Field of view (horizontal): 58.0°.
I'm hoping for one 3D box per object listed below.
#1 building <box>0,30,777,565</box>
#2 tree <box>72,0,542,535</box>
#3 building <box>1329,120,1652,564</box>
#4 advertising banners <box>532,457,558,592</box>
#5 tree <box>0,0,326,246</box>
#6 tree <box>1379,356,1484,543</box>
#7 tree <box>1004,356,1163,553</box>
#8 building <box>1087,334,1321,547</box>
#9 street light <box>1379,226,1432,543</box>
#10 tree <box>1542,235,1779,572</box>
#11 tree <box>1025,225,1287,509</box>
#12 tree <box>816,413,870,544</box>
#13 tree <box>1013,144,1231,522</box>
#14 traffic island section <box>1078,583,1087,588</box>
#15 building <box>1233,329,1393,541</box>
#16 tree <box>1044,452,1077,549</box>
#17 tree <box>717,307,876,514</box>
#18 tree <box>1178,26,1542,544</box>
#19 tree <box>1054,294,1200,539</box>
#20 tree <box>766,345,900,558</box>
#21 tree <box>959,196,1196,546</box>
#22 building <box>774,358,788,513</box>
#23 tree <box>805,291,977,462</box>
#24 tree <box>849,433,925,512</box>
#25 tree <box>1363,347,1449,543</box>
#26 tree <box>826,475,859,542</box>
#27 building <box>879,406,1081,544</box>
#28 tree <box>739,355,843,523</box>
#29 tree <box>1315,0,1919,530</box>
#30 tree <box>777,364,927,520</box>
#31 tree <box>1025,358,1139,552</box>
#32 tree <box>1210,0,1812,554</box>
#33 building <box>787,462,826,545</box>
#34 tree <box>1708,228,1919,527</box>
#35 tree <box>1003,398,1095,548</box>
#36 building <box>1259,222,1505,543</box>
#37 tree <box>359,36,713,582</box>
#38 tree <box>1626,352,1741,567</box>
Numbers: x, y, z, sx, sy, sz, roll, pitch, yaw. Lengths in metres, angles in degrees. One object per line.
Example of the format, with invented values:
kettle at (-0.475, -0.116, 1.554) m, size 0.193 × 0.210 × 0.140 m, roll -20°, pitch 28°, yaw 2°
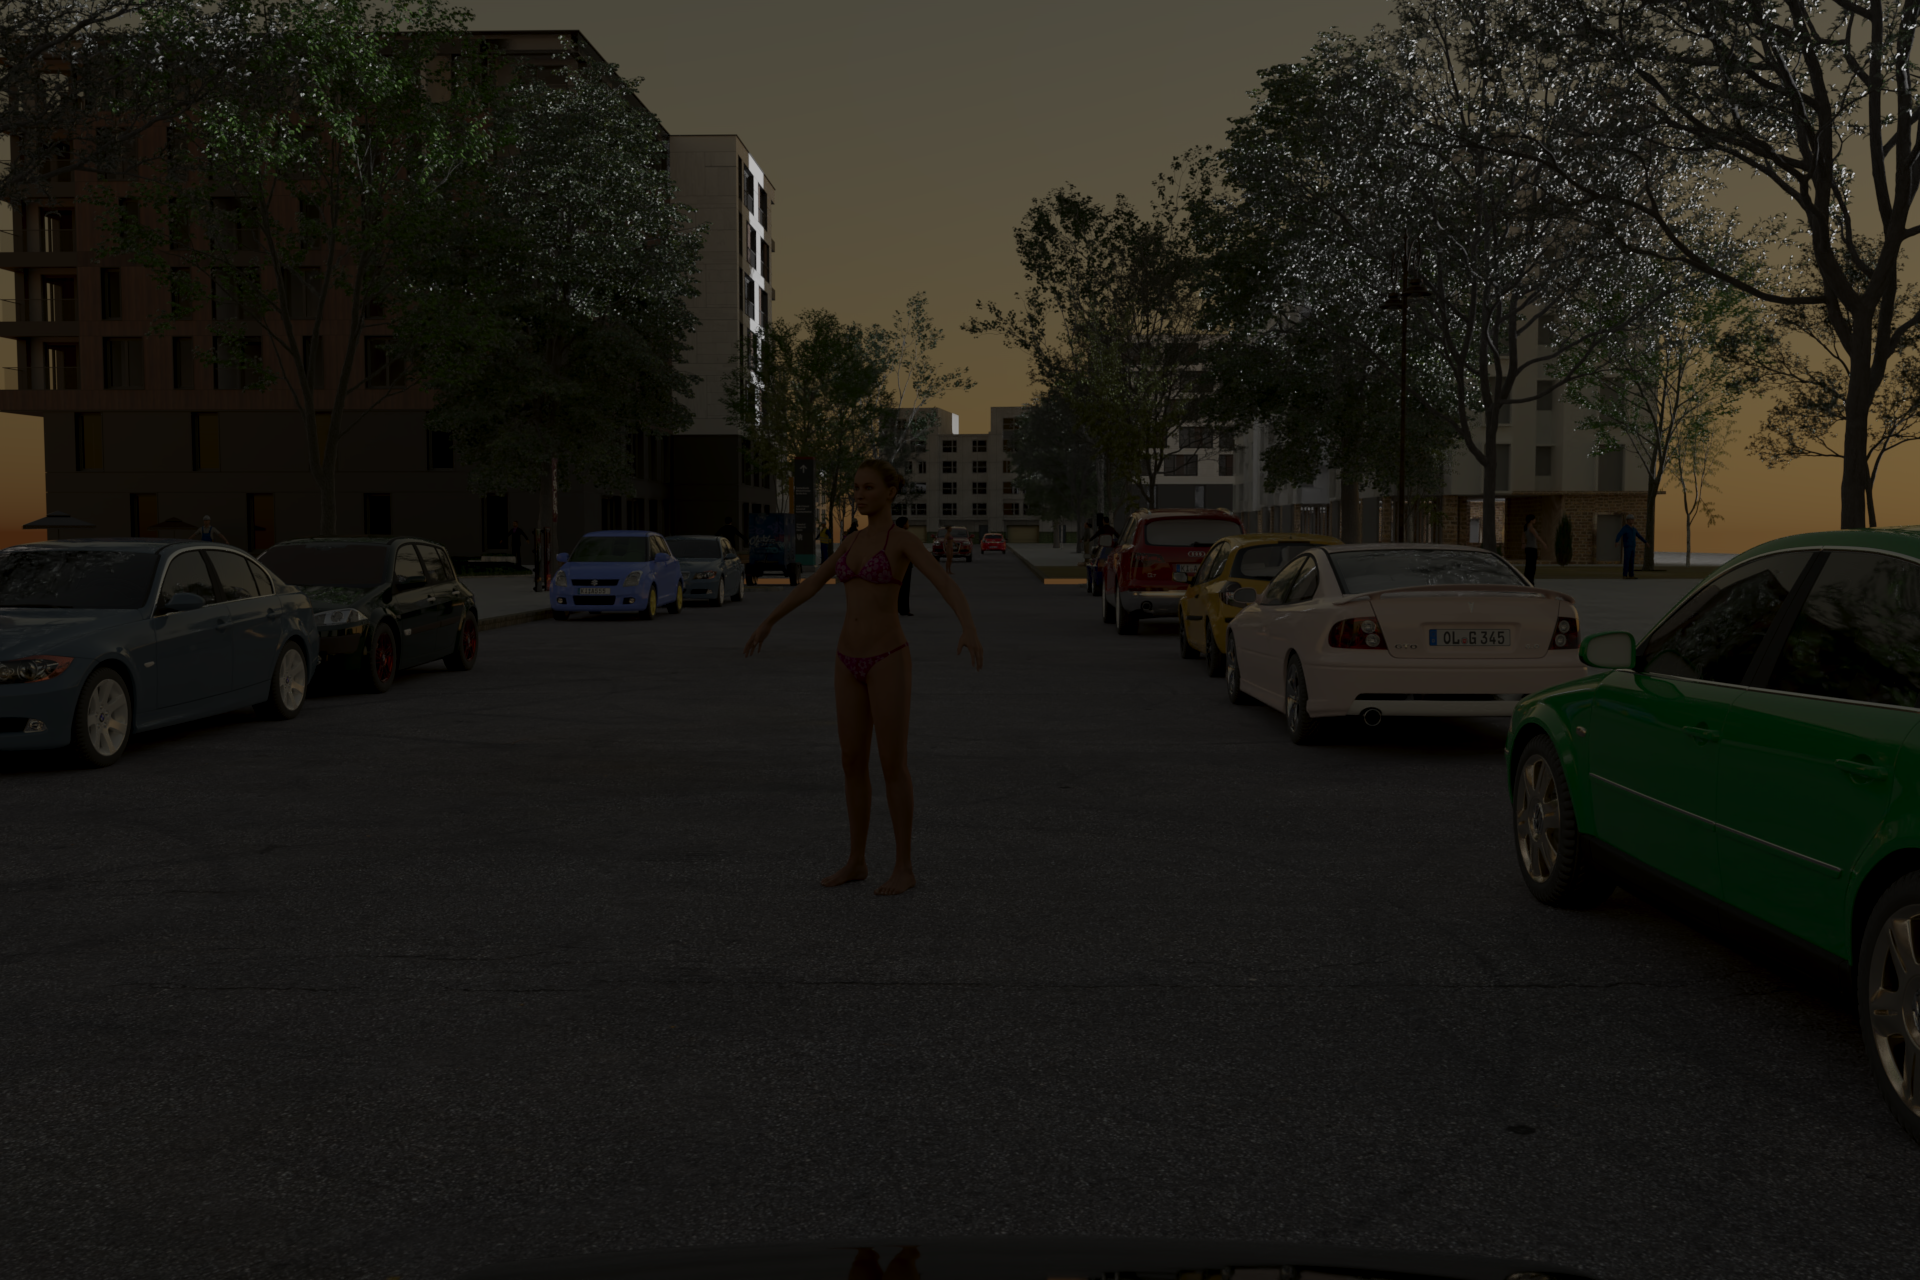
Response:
building at (-25.397, -14.877, 87.220) m, size 27.936 × 21.610 × 32.646 m, roll 0°, pitch 4°, yaw 2°
tree at (-11.308, -6.410, 30.566) m, size 9.928 × 11.665 × 9.643 m, roll 0°, pitch 3°, yaw 0°
building at (23.712, -14.025, 85.735) m, size 16.016 × 20.090 × 11.380 m, roll 0°, pitch 4°, yaw 1°
advertising banners at (-9.303, -2.617, 38.976) m, size 0.090 × 3.025 × 2.074 m, roll 0°, pitch 4°, yaw 2°
tree at (-12.361, -6.607, 18.396) m, size 12.009 × 13.543 × 11.850 m, roll 0°, pitch 3°, yaw 0°
tree at (17.486, -7.175, 67.681) m, size 4.360 × 8.622 × 3.978 m, roll 0°, pitch 3°, yaw 0°
tree at (7.831, -12.504, 114.811) m, size 12.009 × 13.543 × 11.850 m, roll 0°, pitch 3°, yaw 0°
building at (28.062, -21.372, 193.410) m, size 27.936 × 21.610 × 32.646 m, roll 0°, pitch 4°, yaw 1°
street light at (6.745, -3.278, 26.376) m, size 0.468 × 5.910 × 1.993 m, roll 0°, pitch 4°, yaw 1°
tree at (23.940, -8.175, 59.421) m, size 9.928 × 11.665 × 9.643 m, roll 0°, pitch 3°, yaw 0°
tree at (7.699, -9.768, 70.078) m, size 12.009 × 13.543 × 11.850 m, roll 0°, pitch 3°, yaw 0°
tree at (-7.159, -9.287, 102.203) m, size 4.737 × 8.622 × 4.395 m, roll 0°, pitch 3°, yaw 0°
tree at (9.579, -13.935, 83.723) m, size 12.611 × 20.169 × 13.585 m, roll 0°, pitch 3°, yaw 0°
traffic island section at (4.182, -1.449, 46.552) m, size 1.991 × 0.108 × 1.994 m, roll 0°, pitch 4°, yaw 0°
building at (26.251, -16.913, 132.946) m, size 16.016 × 20.090 × 11.380 m, roll 0°, pitch 4°, yaw 1°
tree at (8.275, -11.824, 143.683) m, size 4.360 × 8.622 × 3.978 m, roll 0°, pitch 3°, yaw 0°
tree at (-7.386, -9.360, 78.796) m, size 9.928 × 11.665 × 9.643 m, roll 0°, pitch 3°, yaw 0°
tree at (10.071, -8.409, 44.150) m, size 9.857 × 13.997 × 8.962 m, roll 0°, pitch 3°, yaw 0°
tree at (4.928, -6.317, 53.641) m, size 4.737 × 8.622 × 4.395 m, roll 0°, pitch 3°, yaw 0°
tree at (-6.840, -10.242, 93.214) m, size 9.928 × 11.665 × 9.643 m, roll 0°, pitch 3°, yaw 0°
tree at (6.825, -14.826, 98.298) m, size 12.611 × 20.169 × 13.585 m, roll 0°, pitch 3°, yaw 0°
building at (-24.845, -20.023, 183.795) m, size 16.016 × 20.090 × 11.380 m, roll 0°, pitch 4°, yaw 1°
tree at (-5.401, -17.089, 135.297) m, size 12.611 × 20.169 × 13.585 m, roll 0°, pitch 3°, yaw 0°
tree at (-6.637, -13.465, 154.564) m, size 7.601 × 10.594 × 8.767 m, roll -2°, pitch 4°, yaw -35°
tree at (14.516, -6.508, 56.762) m, size 4.737 × 8.622 × 4.395 m, roll 0°, pitch 3°, yaw 0°
tree at (-16.639, -20.463, 244.937) m, size 12.009 × 13.543 × 11.850 m, roll 0°, pitch 3°, yaw 0°
building at (5.595, -23.116, 246.866) m, size 31.486 × 18.905 × 16.747 m, roll 1°, pitch 4°, yaw 10°
tree at (-7.215, -7.382, 71.064) m, size 4.737 × 8.622 × 4.395 m, roll 0°, pitch 3°, yaw 0°
tree at (9.433, -6.578, 17.919) m, size 12.009 × 13.543 × 11.850 m, roll 0°, pitch 3°, yaw 0°
tree at (-7.381, -12.795, 119.567) m, size 12.009 × 13.543 × 11.850 m, roll 0°, pitch 3°, yaw 0°
tree at (9.028, -13.484, 127.124) m, size 9.857 × 13.997 × 8.962 m, roll 0°, pitch 3°, yaw 0°
tree at (9.953, -7.473, 32.551) m, size 12.009 × 13.543 × 11.850 m, roll 0°, pitch 3°, yaw 0°
building at (-21.016, -16.701, 215.208) m, size 9.099 × 9.664 × 28.070 m, roll 0°, pitch 4°, yaw 1°
tree at (26.808, -7.122, 50.863) m, size 8.767 × 10.594 × 7.601 m, roll -1°, pitch 4°, yaw -9°
tree at (8.793, -15.255, 156.074) m, size 9.857 × 13.997 × 8.962 m, roll 0°, pitch 3°, yaw 0°
building at (23.651, -15.255, 105.845) m, size 16.016 × 20.090 × 11.380 m, roll 0°, pitch 4°, yaw 1°
tree at (-11.079, -8.530, 46.124) m, size 9.857 × 13.997 × 8.962 m, roll 0°, pitch 3°, yaw 0°
tree at (28.269, -7.114, 66.677) m, size 4.360 × 8.622 × 3.978 m, roll 0°, pitch 3°, yaw 0°
